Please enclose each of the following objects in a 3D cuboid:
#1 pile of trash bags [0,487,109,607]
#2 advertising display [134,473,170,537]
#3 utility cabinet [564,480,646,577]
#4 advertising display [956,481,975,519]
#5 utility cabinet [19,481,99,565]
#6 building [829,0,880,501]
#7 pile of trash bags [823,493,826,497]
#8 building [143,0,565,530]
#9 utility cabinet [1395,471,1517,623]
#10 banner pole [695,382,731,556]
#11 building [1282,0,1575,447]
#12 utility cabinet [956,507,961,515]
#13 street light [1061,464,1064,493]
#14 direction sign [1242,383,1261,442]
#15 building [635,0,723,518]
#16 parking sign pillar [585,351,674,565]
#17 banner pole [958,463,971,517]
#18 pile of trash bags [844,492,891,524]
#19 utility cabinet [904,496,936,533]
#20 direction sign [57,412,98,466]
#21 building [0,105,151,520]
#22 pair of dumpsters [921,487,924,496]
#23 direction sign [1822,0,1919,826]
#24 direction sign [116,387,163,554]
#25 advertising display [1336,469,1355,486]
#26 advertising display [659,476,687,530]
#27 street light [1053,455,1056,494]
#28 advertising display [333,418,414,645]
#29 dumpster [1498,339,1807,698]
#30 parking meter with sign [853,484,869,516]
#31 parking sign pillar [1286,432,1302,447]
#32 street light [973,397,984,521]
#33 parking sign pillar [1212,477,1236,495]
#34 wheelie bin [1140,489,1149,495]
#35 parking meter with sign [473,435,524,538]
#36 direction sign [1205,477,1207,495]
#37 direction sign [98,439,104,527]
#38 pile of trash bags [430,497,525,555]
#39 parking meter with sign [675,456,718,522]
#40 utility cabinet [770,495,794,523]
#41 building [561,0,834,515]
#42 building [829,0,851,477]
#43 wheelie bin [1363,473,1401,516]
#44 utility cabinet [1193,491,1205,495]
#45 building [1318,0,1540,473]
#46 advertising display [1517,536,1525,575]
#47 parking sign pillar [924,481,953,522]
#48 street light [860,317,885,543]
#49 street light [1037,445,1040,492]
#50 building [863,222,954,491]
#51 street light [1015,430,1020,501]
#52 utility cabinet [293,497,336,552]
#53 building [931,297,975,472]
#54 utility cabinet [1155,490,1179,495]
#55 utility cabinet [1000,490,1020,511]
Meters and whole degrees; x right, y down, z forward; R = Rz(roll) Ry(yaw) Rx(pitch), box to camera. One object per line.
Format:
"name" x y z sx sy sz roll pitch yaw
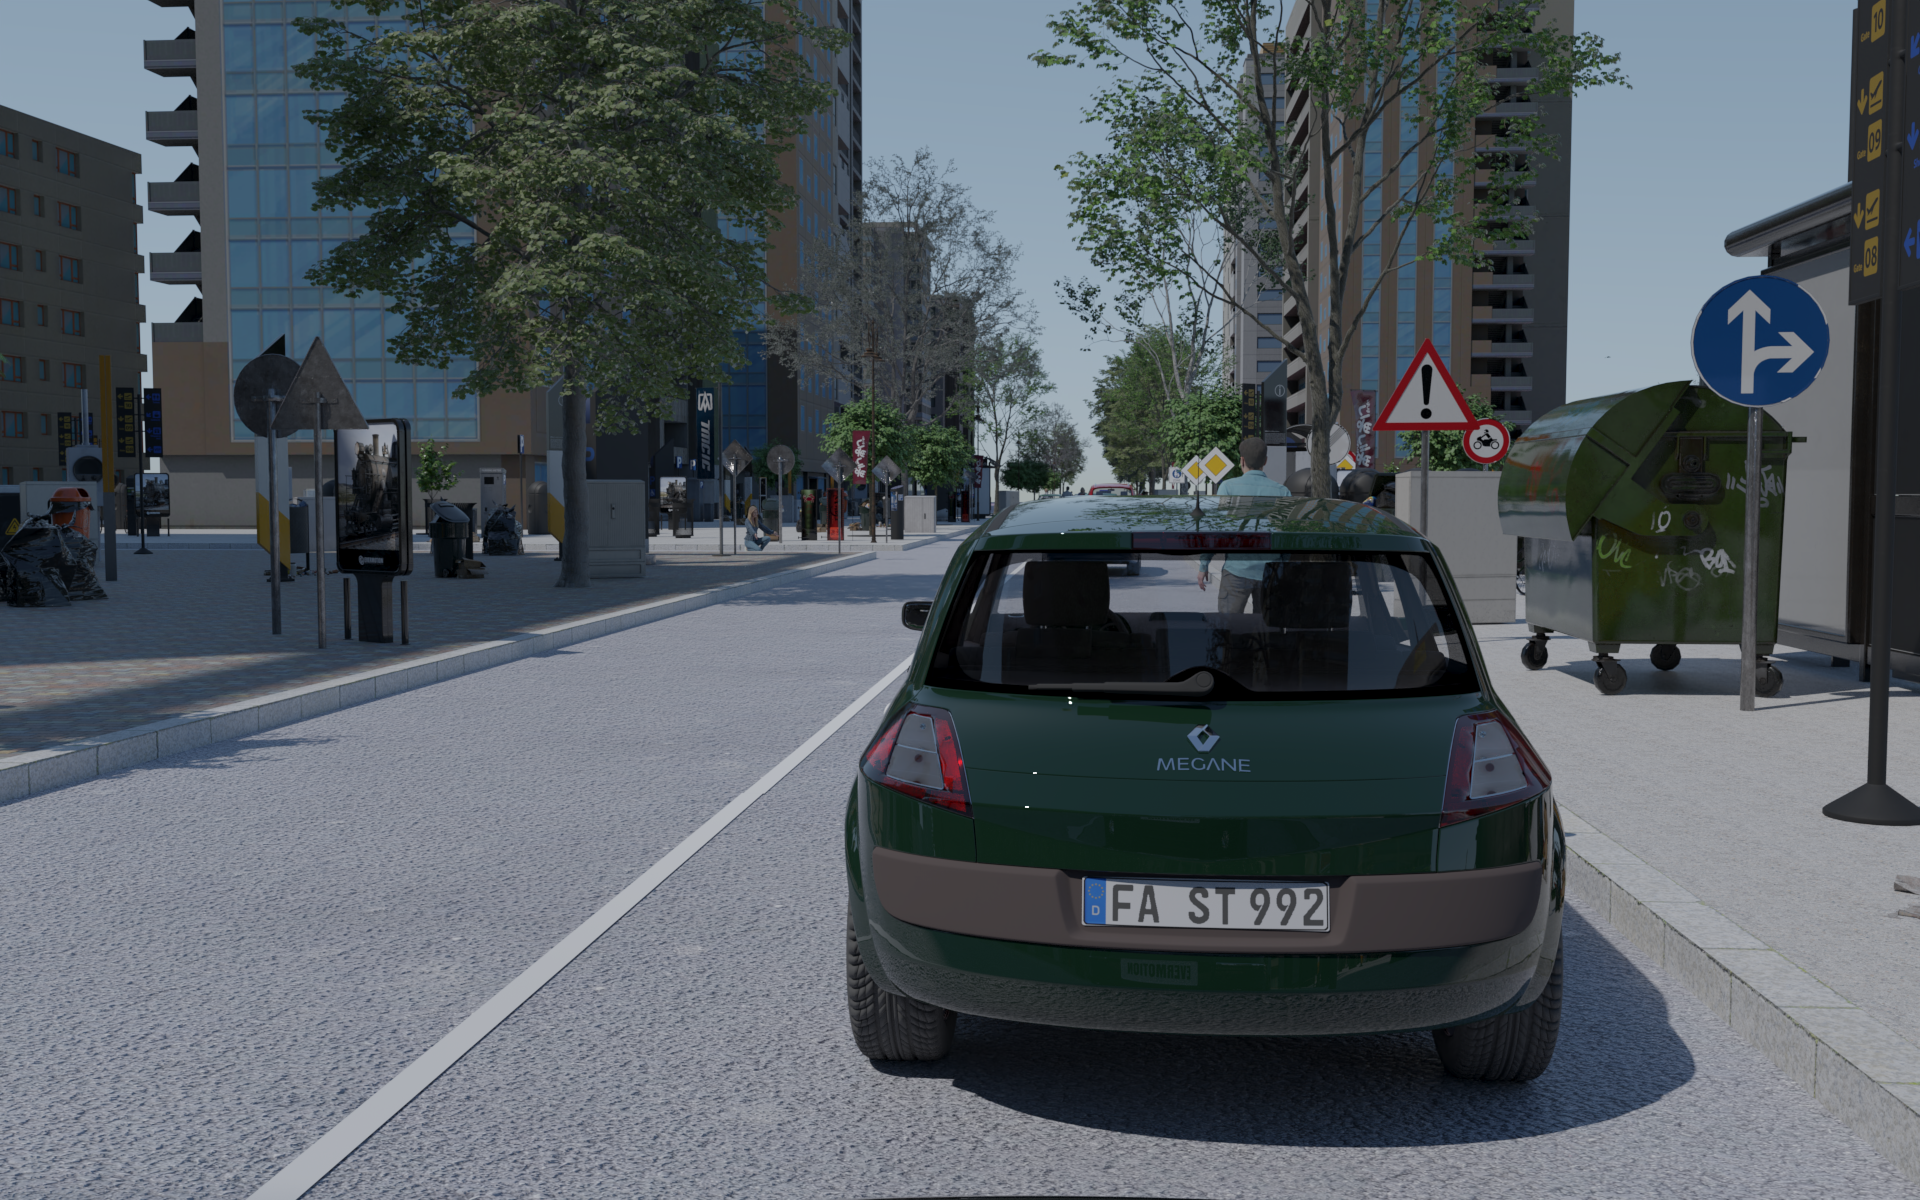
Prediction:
"pile of trash bags" -11.296 -0.685 20.955 1.912 1.369 3.447 0 4 -8
"advertising display" -24.378 -2.878 52.274 0.974 1.923 0.123 -2 4 -28
"utility cabinet" -5.418 -1.087 26.452 1.173 1.500 0.318 -1 4 -23
"advertising display" 0.296 -5.062 87.984 0.974 1.923 0.123 1 4 16
"utility cabinet" -15.803 -1.328 30.393 0.318 1.500 1.173 3 5 42
"building" -17.521 -44.065 158.719 20.563 71.187 20.611 0 4 5
"pile of trash bags" -7.087 -5.448 98.825 1.912 1.369 3.447 1 4 10
"building" -21.479 -25.549 67.837 14.600 45.320 14.200 0 4 5
"utility cabinet" 4.864 -0.509 17.009 1.173 1.500 0.318 -1 4 -15
"banner pole" -5.125 -2.799 35.783 0.863 3.779 0.401 2 4 31
"building" 40.268 -32.336 152.397 21.300 48.544 21.600 0 4 5
"utility cabinet" 0.339 -5.991 109.115 1.020 1.237 0.306 2 4 33
"street light" 14.334 -16.448 241.708 0.468 5.910 1.993 0 4 5
"direction sign" 6.127 -2.671 35.674 0.876 3.537 0.379 -2 4 -34
"building" -20.908 -19.494 90.433 14.160 30.474 14.107 0 4 5
"parking sign pillar" -6.271 -2.628 31.441 1.447 3.967 1.447 2 4 35
"banner pole" 0.292 -6.641 98.597 0.863 3.779 0.401 2 4 24
"pile of trash bags" -3.771 -3.994 75.047 3.447 1.369 1.912 1 4 9
"utility cabinet" -1.317 -2.829 57.408 1.020 1.237 0.306 1 4 13
"direction sign" -24.493 -3.428 48.045 0.876 3.537 0.379 -1 4 -21
"building" -57.106 -14.117 75.846 28.899 21.520 27.650 0 4 5
"pair of dumpsters" -2.800 -5.289 88.963 1.574 2.255 4.437 0 4 5
"direction sign" 3.631 -0.903 6.761 0.379 3.537 0.876 1 4 9
"direction sign" -17.466 -2.748 36.934 0.876 3.537 0.379 -1 4 -22
"advertising display" 10.108 -2.397 44.411 0.974 1.923 0.123 2 4 28
"advertising display" -10.249 -3.467 61.891 0.974 1.923 0.123 0 4 -6
"street light" 11.140 -14.170 204.471 0.468 5.910 1.993 0 4 5
"advertising display" -5.068 -0.597 14.969 0.974 1.923 0.123 3 4 38
"dumpster" 4.615 -0.564 11.716 1.502 2.255 1.985 0 4 5
"parking meter with sign" -5.828 -6.436 101.494 0.543 3.016 1.738 2 4 29
"parking sign pillar" 10.717 -4.234 57.693 1.447 3.967 1.447 1 4 10
"street light" 0.861 -6.721 82.672 0.468 5.910 1.993 0 4 5
"parking sign pillar" 9.398 -4.369 59.907 1.447 3.967 1.447 -1 4 -10
"wheelie bin" 11.992 -6.434 113.103 0.693 1.594 0.980 0 4 1
"parking meter with sign" -13.756 -3.349 51.013 1.738 3.016 0.543 0 4 -3
"direction sign" 14.116 -6.395 96.560 0.379 3.537 0.876 -3 5 -40
"direction sign" -33.147 -4.574 66.790 0.379 3.537 0.876 1 4 18
"pile of trash bags" -10.927 -1.650 36.729 3.447 1.369 1.912 0 4 -5
"parking meter with sign" -12.212 -5.112 79.847 1.738 3.016 0.543 1 4 17
"utility cabinet" -7.955 -4.056 77.478 1.020 1.237 0.306 1 4 13
"building" -16.129 -28.236 111.768 14.600 45.320 14.200 0 4 5
"building" -23.495 -33.422 135.693 28.713 52.752 27.495 0 4 5
"wheelie bin" 6.413 -1.073 25.449 0.980 1.594 0.693 -1 4 -11
"utility cabinet" 16.150 -6.615 116.827 0.318 1.500 1.173 3 4 38
"building" 35.858 -29.653 134.938 14.600 45.320 14.200 0 4 5
"advertising display" 8.971 -1.370 27.612 0.123 1.923 0.974 0 4 -1
"parking sign pillar" -1.010 -5.688 81.473 1.447 3.967 1.447 -1 4 -20
"street light" -2.270 -4.441 45.405 0.468 5.910 1.993 0 4 5
"street light" 7.255 -11.381 158.864 0.468 5.910 1.993 0 4 5
"building" -16.733 -33.039 232.073 32.217 40.220 23.993 0 4 5
"street light" 4.127 -9.103 121.622 0.468 5.910 1.993 0 4 5
"utility cabinet" -14.339 -1.685 38.708 1.020 1.237 0.306 -3 5 -40
"building" -5.210 -30.147 264.610 14.160 30.474 14.107 0 4 5
"utility cabinet" 10.071 -4.635 84.454 1.173 1.500 0.318 -2 4 -25
"utility cabinet" 3.297 -6.314 111.912 1.173 1.500 0.318 -2 4 -35
